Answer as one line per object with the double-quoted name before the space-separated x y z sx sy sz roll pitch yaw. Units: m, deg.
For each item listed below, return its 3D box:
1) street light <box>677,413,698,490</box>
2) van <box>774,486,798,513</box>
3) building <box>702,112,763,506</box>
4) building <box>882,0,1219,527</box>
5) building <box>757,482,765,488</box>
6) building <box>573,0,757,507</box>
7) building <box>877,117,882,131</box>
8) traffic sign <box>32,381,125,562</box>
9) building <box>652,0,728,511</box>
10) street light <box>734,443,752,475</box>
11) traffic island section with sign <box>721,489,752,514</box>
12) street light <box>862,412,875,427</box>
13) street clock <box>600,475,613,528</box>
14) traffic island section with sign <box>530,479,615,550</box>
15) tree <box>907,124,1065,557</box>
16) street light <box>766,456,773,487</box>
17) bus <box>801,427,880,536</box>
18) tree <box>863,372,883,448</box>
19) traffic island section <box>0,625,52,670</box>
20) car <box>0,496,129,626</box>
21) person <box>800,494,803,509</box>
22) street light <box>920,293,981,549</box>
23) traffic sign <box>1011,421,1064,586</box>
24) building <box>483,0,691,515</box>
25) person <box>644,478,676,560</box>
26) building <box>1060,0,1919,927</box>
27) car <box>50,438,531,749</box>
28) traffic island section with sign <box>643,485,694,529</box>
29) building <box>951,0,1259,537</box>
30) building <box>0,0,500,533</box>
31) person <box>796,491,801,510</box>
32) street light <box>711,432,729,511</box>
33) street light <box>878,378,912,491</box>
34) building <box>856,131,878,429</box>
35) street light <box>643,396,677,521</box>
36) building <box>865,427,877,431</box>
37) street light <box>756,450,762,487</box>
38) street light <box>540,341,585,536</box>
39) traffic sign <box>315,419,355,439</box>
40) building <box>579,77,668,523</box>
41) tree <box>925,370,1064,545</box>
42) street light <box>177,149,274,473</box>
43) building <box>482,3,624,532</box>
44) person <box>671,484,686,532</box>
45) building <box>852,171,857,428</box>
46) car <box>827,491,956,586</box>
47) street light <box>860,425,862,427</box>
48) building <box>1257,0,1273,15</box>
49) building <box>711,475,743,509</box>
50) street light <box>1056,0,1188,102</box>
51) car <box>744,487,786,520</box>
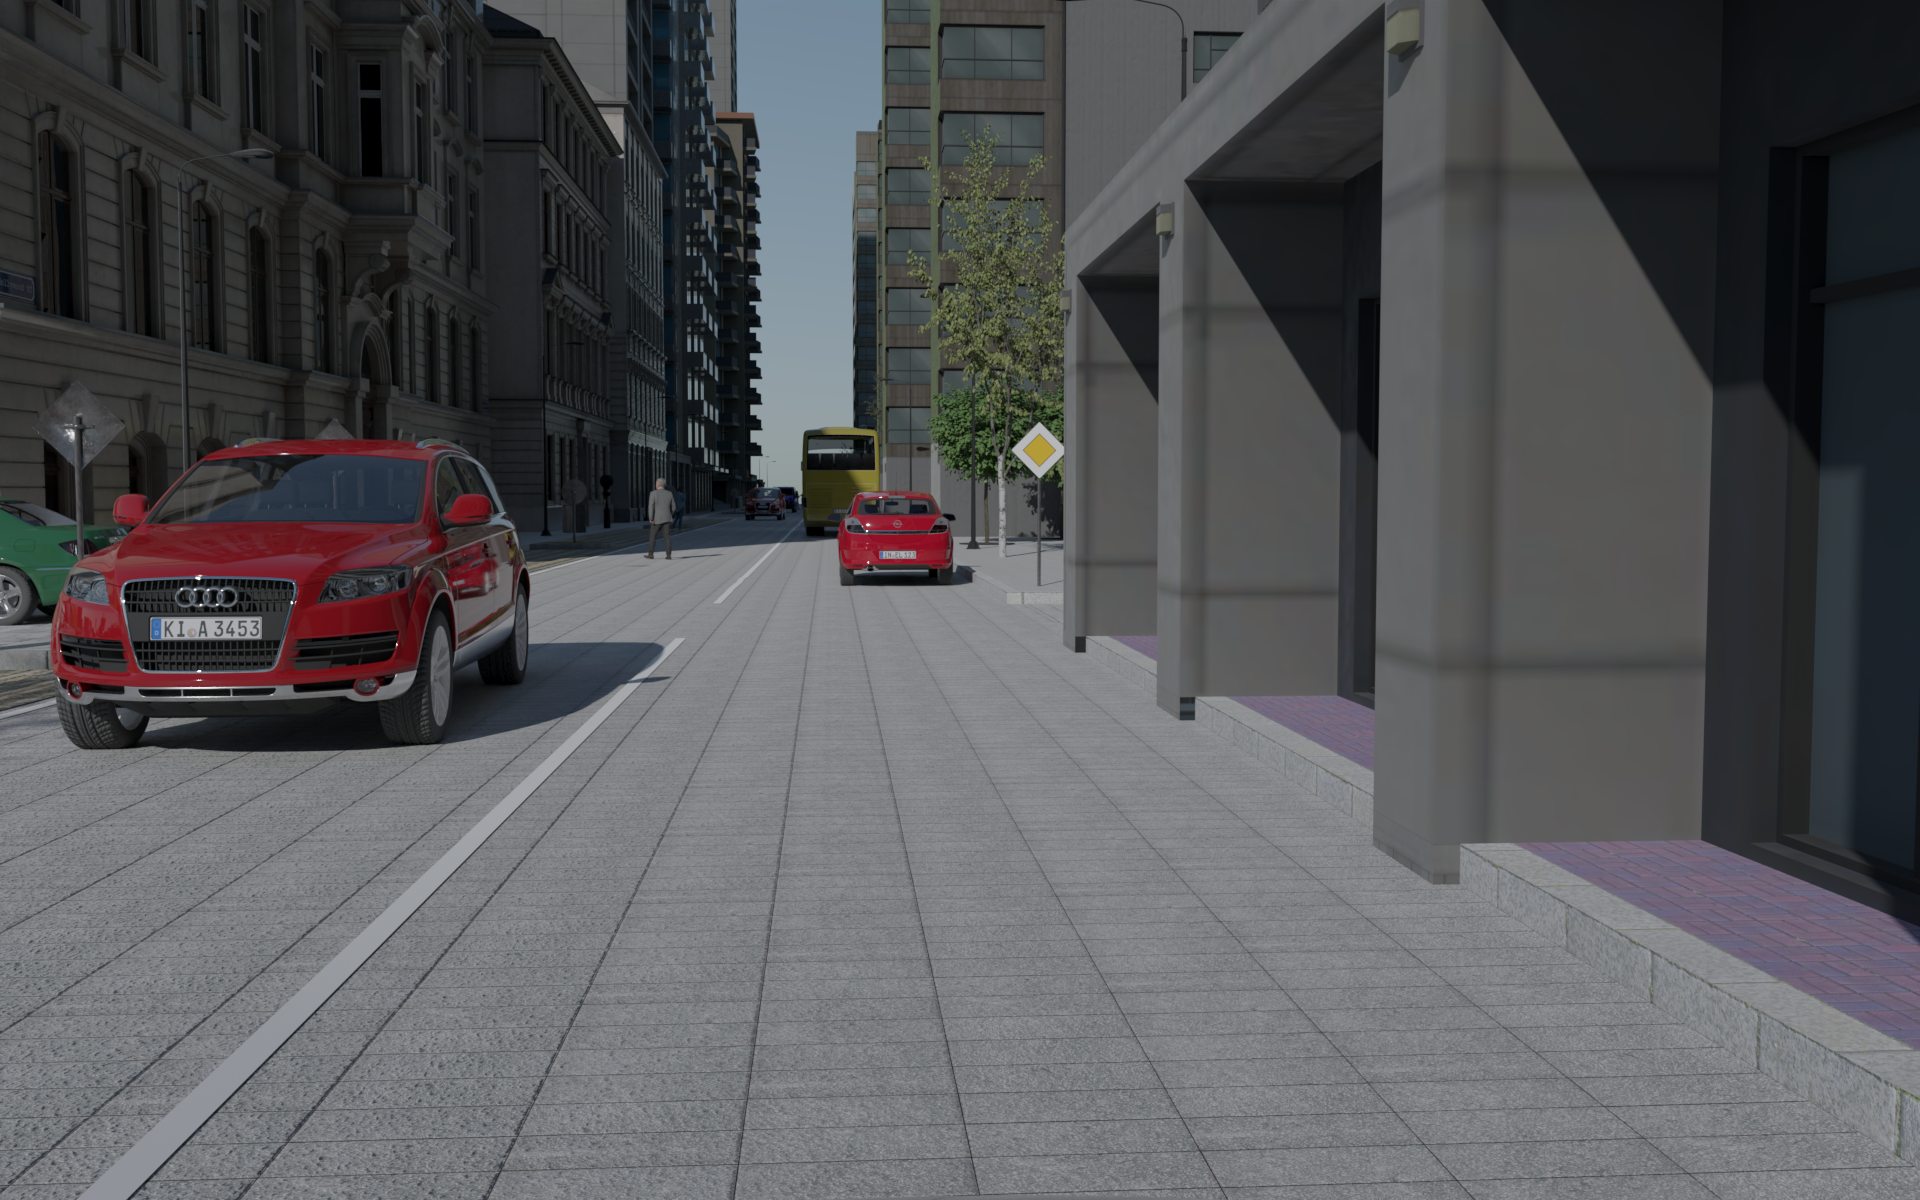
"street light" -15.738 -7.762 99.447 1.470 5.913 1.316 0 4 -4
"van" -13.627 -7.926 133.972 2.240 2.365 5.245 0 4 -3
"building" -33.650 -33.017 194.460 22.147 44.769 28.867 0 4 -4
"building" 3.337 -18.891 80.572 14.160 30.474 14.107 0 4 -4
"building" -43.825 -33.711 243.053 32.217 40.220 23.993 0 4 -4
"building" -36.266 -47.719 218.461 20.563 71.187 20.611 0 4 -4
"building" -0.774 -36.809 221.437 23.786 49.044 30.456 0 4 -4
"traffic sign" -7.823 -0.719 15.400 0.795 2.450 0.064 0 4 -4
"building" -30.383 -31.380 132.664 23.786 49.044 30.456 0 4 -4
"street light" -20.092 -11.385 158.685 1.470 5.913 1.316 0 4 -4
"traffic island section with sign" -15.957 -7.008 123.202 1.989 1.847 2.006 0 4 -4
"street light" -4.702 -7.710 98.605 1.470 5.913 1.316 0 4 -4
"street clock" -13.187 -3.675 64.653 0.471 2.002 0.358 2 4 26
"traffic island section with sign" -10.087 -2.241 45.263 1.989 1.847 2.006 0 4 -4
"tree" 0.899 -5.159 34.708 4.737 8.622 4.395 0 3 0
"street light" -24.114 -14.716 213.146 1.470 5.913 1.316 0 4 -4
"bus" -4.351 -4.333 62.393 2.896 3.916 12.252 0 4 -5
"tree" -2.988 -8.861 95.236 4.360 8.622 3.978 0 3 0
"traffic island section" -7.846 0.417 15.460 2.009 0.180 2.903 0 4 -4
"car" -11.876 -0.471 19.506 4.920 1.459 2.131 0 4 -6
"person" -14.908 -9.468 164.121 1.217 1.723 0.721 1 4 16
"street light" -0.230 -4.133 40.116 1.470 5.913 1.316 0 4 -4
"traffic sign" 1.098 -1.248 24.055 0.795 2.450 0.064 0 4 -4
"building" -27.481 -40.857 106.271 20.563 71.187 20.611 0 4 -4
"person" -6.603 -1.780 37.999 0.661 1.777 0.834 -3 5 -44
"building" 11.921 -34.648 4.746 20.563 71.187 20.611 0 4 -4
"car" -4.154 -0.173 11.499 2.281 1.827 5.304 0 4 -6
"traffic island section with sign" -12.118 -3.885 72.142 1.989 1.847 2.006 0 4 -4
"building" 5.897 -17.527 58.264 14.160 30.474 14.107 0 4 -4
"building" -19.210 -13.446 38.934 14.460 24.649 34.723 0 4 -4
"person" -14.932 -9.135 158.525 0.621 1.740 0.551 1 4 12
"street light" -17.850 -9.551 128.701 1.470 5.913 1.316 0 4 -4
"street light" -2.516 -5.921 69.357 1.470 5.913 1.316 0 4 -4
"building" -4.898 -31.499 198.607 14.154 41.232 14.086 0 4 -4
"street light" -14.324 -6.694 81.987 1.470 5.913 1.316 0 4 -4
"building" 2.601 -51.735 158.531 22.319 86.520 31.000 0 4 -4
"street light" -21.796 -12.892 183.319 1.470 5.913 1.316 0 4 -4
"street light" -12.101 -4.905 52.742 1.470 5.913 1.316 0 4 -4
"traffic sign" -8.421 -1.206 23.363 0.795 2.450 0.064 0 4 -4
"building" -20.058 -14.437 85.189 9.793 20.994 18.267 0 4 -4
"tree" 0.757 -3.698 44.176 4.285 4.588 4.351 0 3 0
"street light" -9.936 -3.113 23.435 1.470 5.913 1.316 0 4 -4
"building" -19.300 -12.348 66.510 10.561 19.102 19.286 0 4 -4
"person" -10.622 -3.460 65.329 0.793 1.790 0.793 1 4 13
"building" -4.508 -38.157 247.562 21.300 48.544 21.600 0 4 -4
"car" -1.106 -1.192 28.531 2.155 1.783 4.494 0 4 -4
"street light" -5.997 -8.813 116.631 1.470 5.913 1.316 0 4 -4
"building" 20.962 -25.312 33.468 30.456 49.044 23.786 0 4 -4
"building" -36.782 -28.624 159.885 32.217 40.220 23.993 0 4 -4
"street light" 1.520 -2.660 16.029 1.470 5.913 1.316 0 4 -4
"car" -10.745 -5.330 95.817 2.281 1.827 5.304 0 4 -3
